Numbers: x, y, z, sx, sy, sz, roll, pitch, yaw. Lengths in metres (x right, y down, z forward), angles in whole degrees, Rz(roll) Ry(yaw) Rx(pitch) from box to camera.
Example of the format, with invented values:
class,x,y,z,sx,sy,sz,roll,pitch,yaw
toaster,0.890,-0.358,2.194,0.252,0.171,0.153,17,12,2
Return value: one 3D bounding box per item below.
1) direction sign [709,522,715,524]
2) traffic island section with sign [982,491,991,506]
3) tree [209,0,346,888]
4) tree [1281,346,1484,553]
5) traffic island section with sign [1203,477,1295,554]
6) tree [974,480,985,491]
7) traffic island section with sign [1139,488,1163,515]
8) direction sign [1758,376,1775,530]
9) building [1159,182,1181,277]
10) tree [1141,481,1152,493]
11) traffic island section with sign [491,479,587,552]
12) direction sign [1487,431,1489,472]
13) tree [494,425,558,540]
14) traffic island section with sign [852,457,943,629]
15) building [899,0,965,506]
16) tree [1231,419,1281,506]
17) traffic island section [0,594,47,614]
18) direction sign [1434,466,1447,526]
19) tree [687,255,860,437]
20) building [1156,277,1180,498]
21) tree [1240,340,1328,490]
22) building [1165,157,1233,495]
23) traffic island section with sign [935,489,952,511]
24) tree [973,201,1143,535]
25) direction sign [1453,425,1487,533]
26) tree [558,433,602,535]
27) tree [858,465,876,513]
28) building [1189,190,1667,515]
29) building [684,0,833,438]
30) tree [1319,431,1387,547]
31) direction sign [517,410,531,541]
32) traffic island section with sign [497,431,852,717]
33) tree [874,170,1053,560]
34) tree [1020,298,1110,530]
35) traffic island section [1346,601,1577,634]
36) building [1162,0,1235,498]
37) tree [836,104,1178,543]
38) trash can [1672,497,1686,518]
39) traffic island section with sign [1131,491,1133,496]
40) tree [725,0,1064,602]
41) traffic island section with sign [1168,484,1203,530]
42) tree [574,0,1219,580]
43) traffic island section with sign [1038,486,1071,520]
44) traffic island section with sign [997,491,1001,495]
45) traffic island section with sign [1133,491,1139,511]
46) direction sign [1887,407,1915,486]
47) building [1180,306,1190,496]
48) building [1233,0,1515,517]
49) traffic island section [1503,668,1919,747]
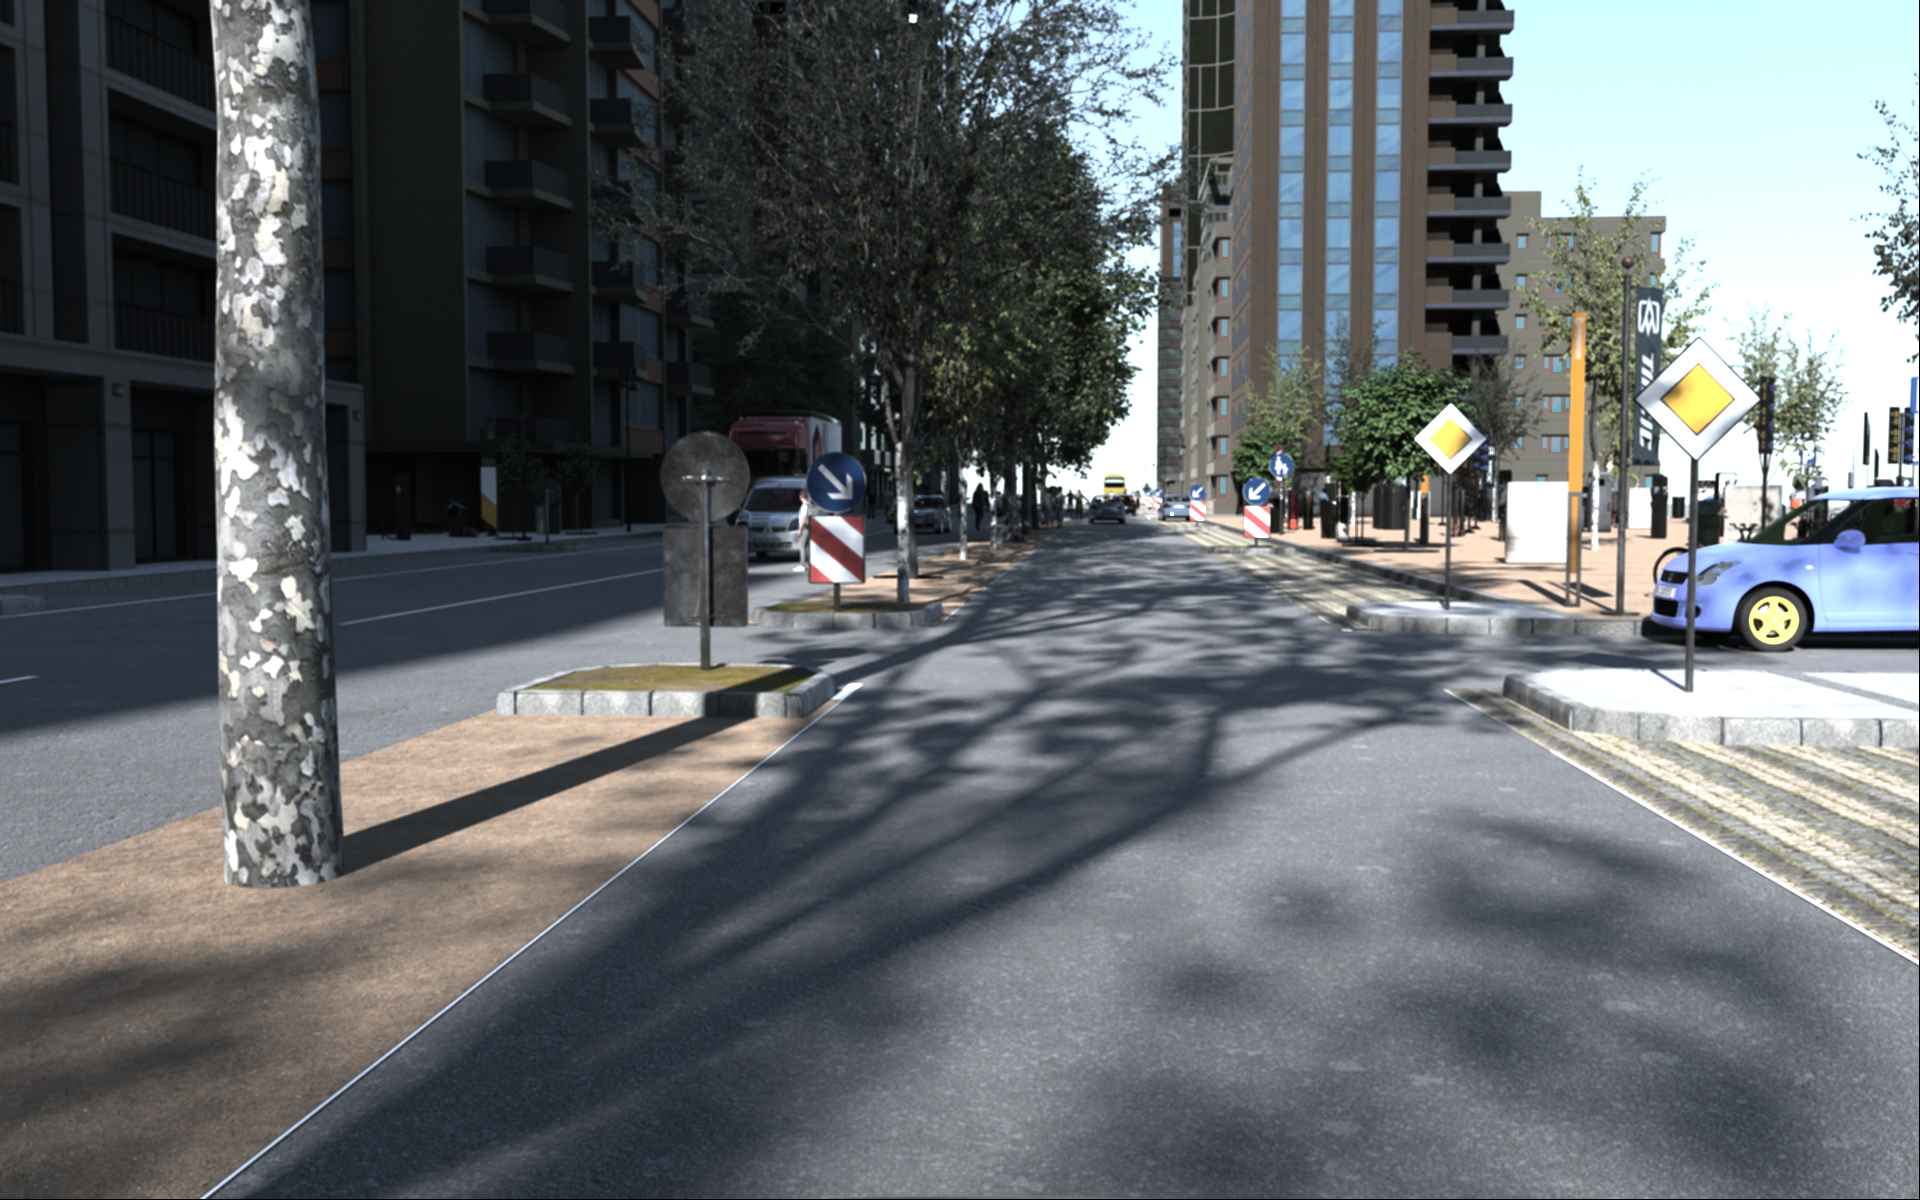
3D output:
class,x,y,z,sx,sy,sz,roll,pitch,yaw
direction sign,-10.807,-5.073,74.945,0.379,3.537,0.876,2,4,29
traffic island section with sign,2.904,-11.830,202.041,1.989,1.847,2.006,0,4,5
tree,-1.380,-8.963,4.894,12.611,20.169,13.585,0,3,0
tree,9.873,-3.348,38.461,4.285,4.588,4.351,0,3,0
traffic island section with sign,7.013,-2.036,41.923,1.989,1.847,2.006,0,4,5
tree,2.838,-14.511,231.852,1.663,3.219,1.824,0,3,0
traffic island section with sign,13.510,-6.746,118.923,1.989,1.847,2.006,0,4,5
direction sign,15.595,-2.542,33.552,0.379,3.537,0.876,3,5,40
building,35.131,-36.330,244.109,14.600,45.320,14.200,0,4,5
tree,26.947,-15.572,249.209,1.663,3.219,1.824,0,3,0
traffic island section with sign,-10.487,-2.130,43.452,1.989,1.847,2.006,0,4,5
direction sign,18.736,-4.331,62.809,0.876,3.537,0.379,3,5,40
tree,-12.720,-3.329,49.031,1.663,3.219,1.824,0,3,0
traffic island section with sign,-1.283,-0.690,19.416,2.006,1.907,1.989,0,4,5
building,-9.976,-55.845,225.731,22.319,86.520,31.000,0,4,5
tree,13.315,-5.617,75.559,4.285,4.588,4.351,0,3,0
traffic island section,-12.411,0.097,20.697,2.009,0.180,2.903,0,4,5
direction sign,19.672,-4.802,70.517,0.876,3.537,0.379,0,4,4
tree,-9.691,-11.268,90.883,9.857,13.997,8.962,0,3,0
building,33.180,-28.035,230.073,14.160,30.474,14.107,0,4,5
tree,15.484,-8.071,82.317,4.737,8.622,4.395,0,3,0
building,38.852,-30.372,188.460,32.217,40.220,23.993,0,4,5
traffic island section with sign,-1.738,-8.479,147.266,1.989,1.847,2.006,0,4,5
tree,2.405,-8.508,59.685,7.486,12.596,7.792,0,3,0
direction sign,16.727,-3.964,56.813,0.379,3.537,0.876,-2,4,-27
tree,-12.223,-3.702,55.131,1.663,3.219,1.824,0,3,0
tree,-6.485,-7.440,116.242,1.663,3.219,1.824,0,3,0
building,31.188,-17.015,123.230,27.650,21.520,28.899,0,4,5
building,-15.624,-20.277,103.224,14.160,30.474,14.107,0,4,5
tree,9.803,-2.940,42.673,1.663,3.219,1.824,0,3,0
direction sign,-11.944,-3.387,47.369,0.379,3.537,0.876,-1,4,-9
traffic island section with sign,-1.916,-0.238,12.035,2.006,1.907,1.989,0,4,5
tree,0.056,-5.188,37.648,4.737,8.622,4.395,0,3,0
tree,3.781,-9.247,79.396,9.928,11.665,9.643,0,3,0
traffic island section,5.417,0.189,19.192,2.009,0.180,2.903,0,4,5
building,35.433,-47.278,211.252,20.563,71.187,20.611,0,4,5
tree,1.478,-8.011,50.441,9.611,12.733,9.660,0,3,0
trash can,38.137,-4.910,91.934,0.748,1.137,0.748,0,3,0
traffic island section with sign,20.399,-11.730,200.410,1.989,1.847,2.006,0,4,5
tree,-0.704,-4.166,20.926,4.360,8.622,3.978,0,3,0
traffic island section with sign,9.290,-3.682,68.826,1.989,1.847,2.006,0,4,5
tree,-0.896,-7.111,29.092,12.009,13.543,11.850,0,3,0
traffic island section with sign,5.030,-5.269,94.290,2.006,1.907,1.989,0,4,5
traffic island section with sign,5.223,-13.510,229.518,1.989,1.847,2.006,0,4,5
traffic island section with sign,15.780,-8.389,145.782,1.989,1.847,2.006,0,4,5
direction sign,24.466,-3.246,45.075,0.876,3.537,0.379,-1,4,-21
building,34.032,-18.817,152.704,27.650,21.520,28.899,0,4,5
building,23.522,-27.612,101.563,14.600,45.320,14.200,0,4,5
traffic island section,4.745,0.676,11.235,2.009,0.180,2.903,0,4,5
